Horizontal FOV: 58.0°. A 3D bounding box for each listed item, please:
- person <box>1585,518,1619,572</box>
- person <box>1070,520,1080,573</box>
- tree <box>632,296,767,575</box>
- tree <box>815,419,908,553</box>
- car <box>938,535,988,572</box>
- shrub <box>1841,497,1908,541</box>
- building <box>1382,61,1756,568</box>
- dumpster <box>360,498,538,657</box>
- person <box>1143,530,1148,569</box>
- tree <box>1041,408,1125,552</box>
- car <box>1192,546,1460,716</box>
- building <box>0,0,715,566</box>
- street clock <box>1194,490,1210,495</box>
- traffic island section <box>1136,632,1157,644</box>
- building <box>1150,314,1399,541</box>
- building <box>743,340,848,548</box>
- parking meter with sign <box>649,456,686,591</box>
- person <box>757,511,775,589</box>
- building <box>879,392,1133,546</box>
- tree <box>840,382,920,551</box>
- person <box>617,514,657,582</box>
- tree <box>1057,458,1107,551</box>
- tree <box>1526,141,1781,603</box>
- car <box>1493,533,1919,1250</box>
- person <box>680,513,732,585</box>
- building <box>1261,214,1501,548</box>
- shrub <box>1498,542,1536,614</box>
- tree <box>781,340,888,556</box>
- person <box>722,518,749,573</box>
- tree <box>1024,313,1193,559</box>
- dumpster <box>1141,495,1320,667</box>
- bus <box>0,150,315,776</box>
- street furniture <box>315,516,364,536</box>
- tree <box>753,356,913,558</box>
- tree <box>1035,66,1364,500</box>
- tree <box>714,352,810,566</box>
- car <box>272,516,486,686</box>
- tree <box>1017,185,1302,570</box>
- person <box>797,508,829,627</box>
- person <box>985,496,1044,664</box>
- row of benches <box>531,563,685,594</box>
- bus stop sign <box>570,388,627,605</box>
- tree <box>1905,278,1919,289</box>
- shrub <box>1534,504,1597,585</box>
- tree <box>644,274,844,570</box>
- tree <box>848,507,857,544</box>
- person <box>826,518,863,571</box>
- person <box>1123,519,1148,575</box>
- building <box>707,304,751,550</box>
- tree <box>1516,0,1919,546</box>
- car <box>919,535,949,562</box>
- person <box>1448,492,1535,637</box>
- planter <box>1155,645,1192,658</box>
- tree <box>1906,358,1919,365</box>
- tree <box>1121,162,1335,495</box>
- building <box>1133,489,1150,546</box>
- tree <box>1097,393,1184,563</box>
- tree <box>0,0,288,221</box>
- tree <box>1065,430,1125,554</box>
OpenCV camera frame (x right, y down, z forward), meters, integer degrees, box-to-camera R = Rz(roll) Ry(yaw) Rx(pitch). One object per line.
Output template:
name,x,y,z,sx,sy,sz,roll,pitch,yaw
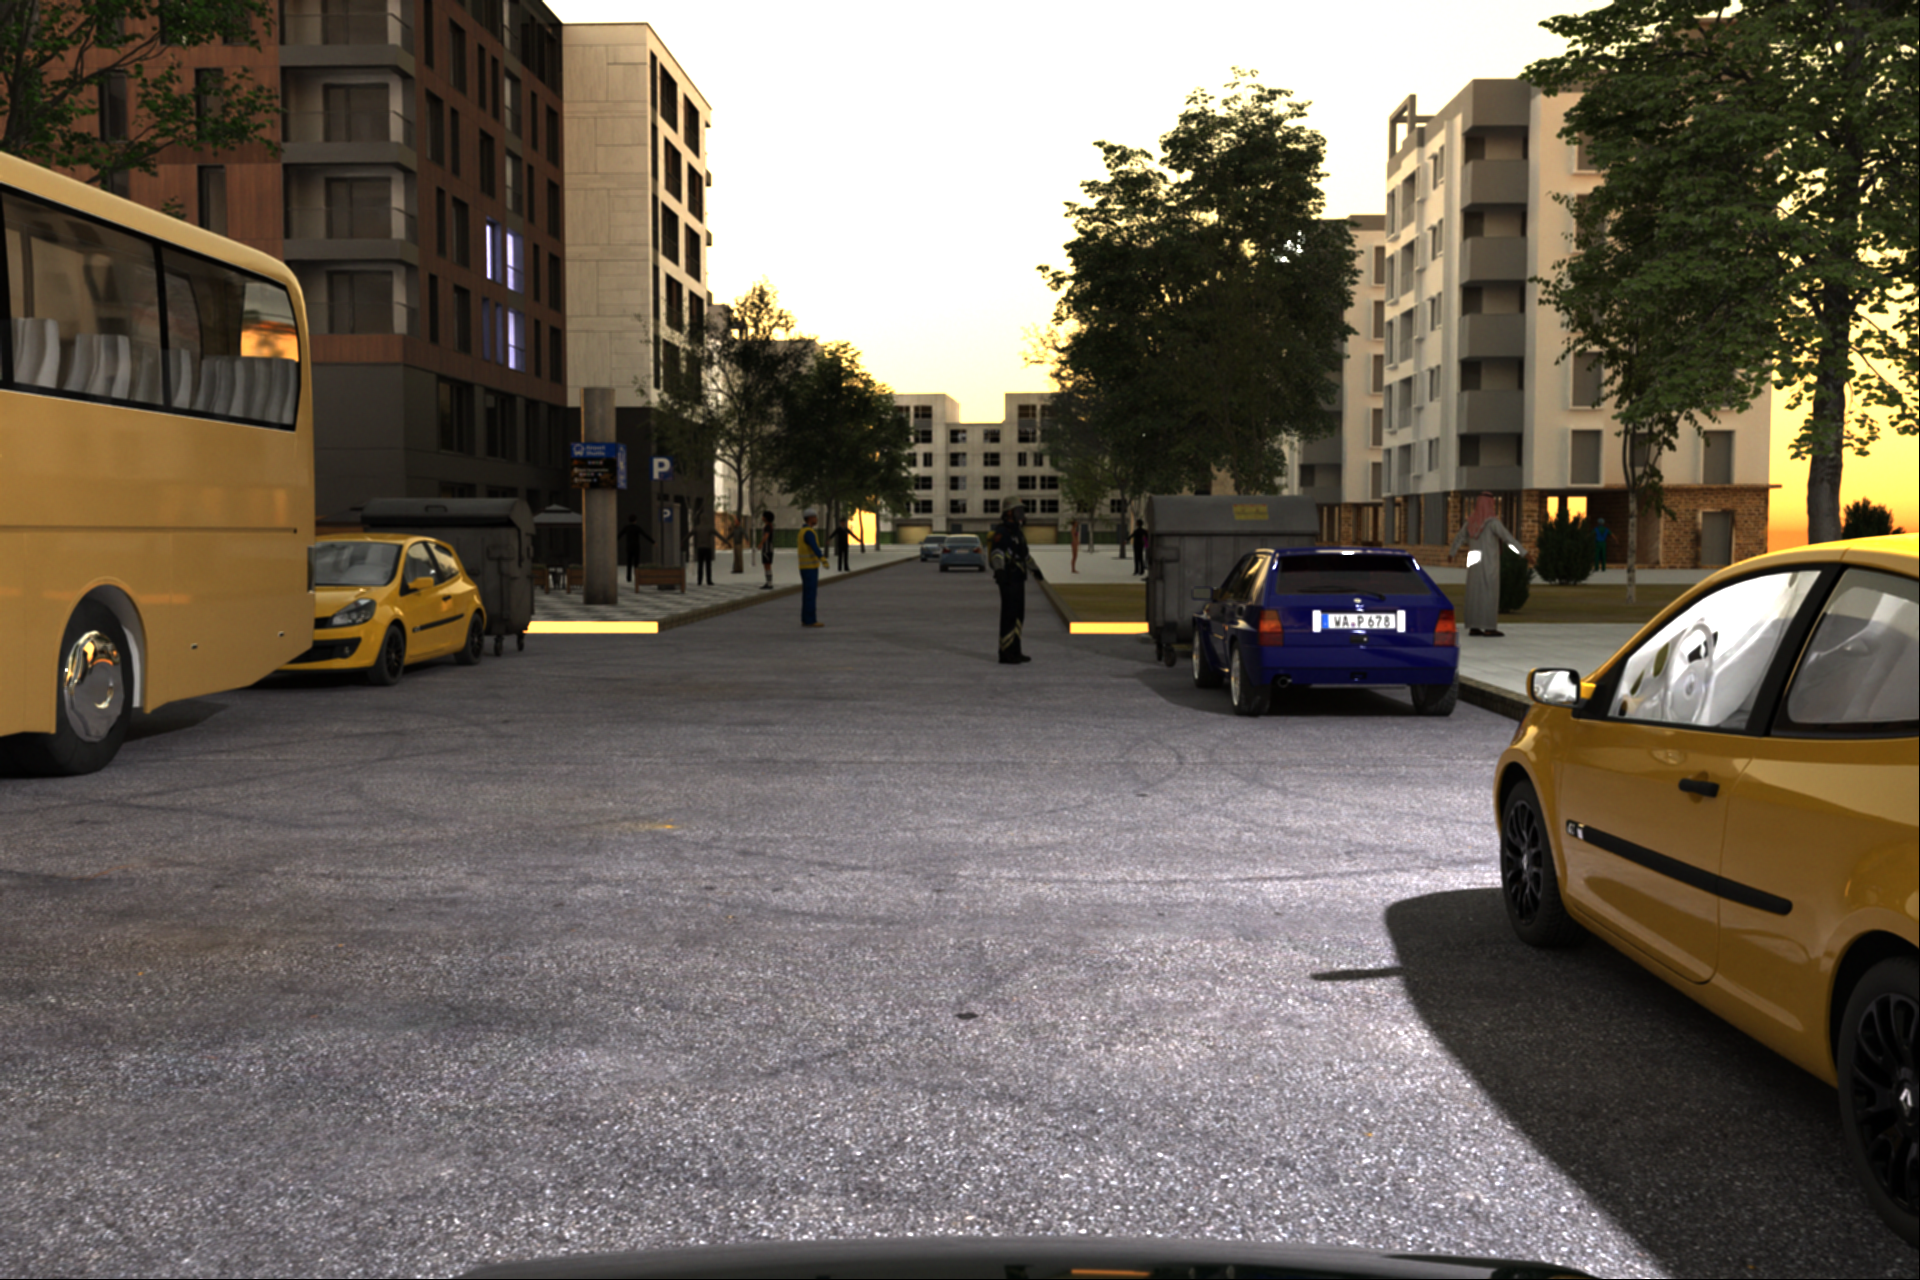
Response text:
person,21.865,-3.245,59.180,1.347,1.817,0.704,0,4,-1
person,3.868,-3.089,57.310,0.721,1.733,1.217,0,4,7
tree,-8.467,-6.342,54.052,4.360,8.622,3.978,0,3,0
tree,-6.934,-11.222,117.898,7.601,10.594,8.767,1,4,13
car,0.121,-3.363,66.993,2.014,1.417,4.499,0,4,2
shrub,18.573,-1.928,35.559,1.661,2.075,1.752,0,3,0
building,23.935,-13.422,75.873,16.016,20.090,11.380,0,4,1
dumpster,-6.100,-0.764,20.707,1.865,1.857,1.264,0,4,1
person,6.851,-3.275,62.812,0.599,1.433,0.991,-2,4,-31
tree,9.418,-11.998,121.928,9.928,11.665,9.643,0,3,0
car,3.039,-0.147,14.983,1.945,1.354,3.894,0,4,1
building,-26.466,-13.701,67.986,27.936,21.610,32.646,0,4,2
street clock,3.952,-1.453,28.331,0.358,2.002,0.471,0,4,2
traffic island section,3.373,-0.017,23.151,1.991,0.108,1.994,0,4,1
building,26.189,-19.288,146.291,19.493,23.208,18.063,0,4,2
building,-21.056,-18.787,173.622,16.747,18.905,31.486,0,4,2
parking meter with sign,-6.656,-2.657,39.700,0.543,3.016,1.738,0,4,2
person,-4.529,-2.102,40.514,0.704,1.843,1.345,0,4,2
building,6.398,-21.644,222.788,31.486,18.905,16.747,0,4,6
tree,-6.570,-12.933,129.589,7.486,12.596,7.792,0,3,0
person,-8.735,-2.457,46.356,1.347,1.806,0.705,1,4,14
tree,9.057,-11.039,130.856,4.737,8.622,4.395,0,3,0
tree,12.721,-4.988,31.916,4.737,8.622,4.395,0,3,0
car,2.770,0.329,4.846,2.015,1.641,3.980,0,4,1
person,-6.396,-2.280,43.404,1.348,1.813,0.705,0,4,5
building,23.452,-15.157,104.236,16.016,20.090,11.380,0,4,1
shrub,8.802,-1.036,28.062,1.383,1.207,1.383,0,3,0
tree,-7.543,-11.234,101.808,7.486,12.596,7.792,0,3,0
person,-7.302,-3.091,56.808,1.348,1.796,0.705,3,5,44
tree,8.542,-10.961,89.584,12.009,13.543,11.850,0,3,0
dumpster,2.964,-0.664,19.080,1.865,1.857,1.264,0,4,1
bus,-6.401,-0.974,7.475,2.896,3.916,12.252,0,4,1
street furniture,-15.376,-2.226,43.244,11.010,1.723,9.812,-2,4,-26
tree,-6.962,-9.583,91.092,8.767,10.594,7.601,-2,4,-27
tree,6.885,-8.716,49.157,9.857,13.997,8.962,0,3,0
tree,-8.474,-7.262,69.096,4.360,8.622,3.978,0,3,0
car,-6.147,-0.449,17.558,2.015,1.641,3.980,0,4,1
tree,7.200,-9.286,62.189,12.009,13.543,11.850,0,3,0
person,-2.299,-1.126,26.830,0.705,1.833,1.349,-1,4,-19
person,0.605,-0.673,19.245,0.705,1.856,1.354,1,4,22
row of benches,-8.015,-1.336,37.314,4.104,0.672,1.422,-1,4,-11
bus stop sign,-6.556,-2.597,31.470,0.837,3.901,0.837,0,4,1
tree,20.092,-6.778,28.941,7.486,12.596,7.792,0,3,0
shrub,15.172,-2.385,43.415,1.690,2.028,1.600,0,3,0
tree,-7.640,-7.778,61.579,7.601,10.594,8.767,-1,4,-13
tree,-13.834,-16.459,219.461,4.737,8.622,4.395,0,3,0
person,-4.012,-3.286,59.658,1.347,1.837,0.705,-2,4,-26
person,5.532,-2.898,54.102,1.216,1.740,0.721,-3,5,-42
building,-24.155,-17.567,143.643,16.016,20.090,11.380,0,4,1
tree,9.784,-6.162,18.874,7.486,12.596,7.792,0,3,0
car,-1.157,-4.857,91.408,2.014,1.417,4.499,0,4,1
person,6.617,-0.957,21.788,0.704,1.811,1.347,-2,4,-32
planter,3.368,0.021,20.796,1.991,0.319,1.994,0,4,2
tree,28.345,-8.286,42.127,9.857,13.997,8.962,0,3,0
tree,5.784,-5.140,34.396,4.360,8.622,3.978,0,3,0
building,28.579,-19.863,191.221,16.747,18.905,31.486,0,4,2
tree,7.858,-7.777,77.515,4.360,8.622,3.978,0,3,0
tree,-11.595,-5.772,20.130,9.928,11.665,9.643,0,3,0
tree,8.407,-9.754,109.834,4.737,8.622,4.395,0,3,0
